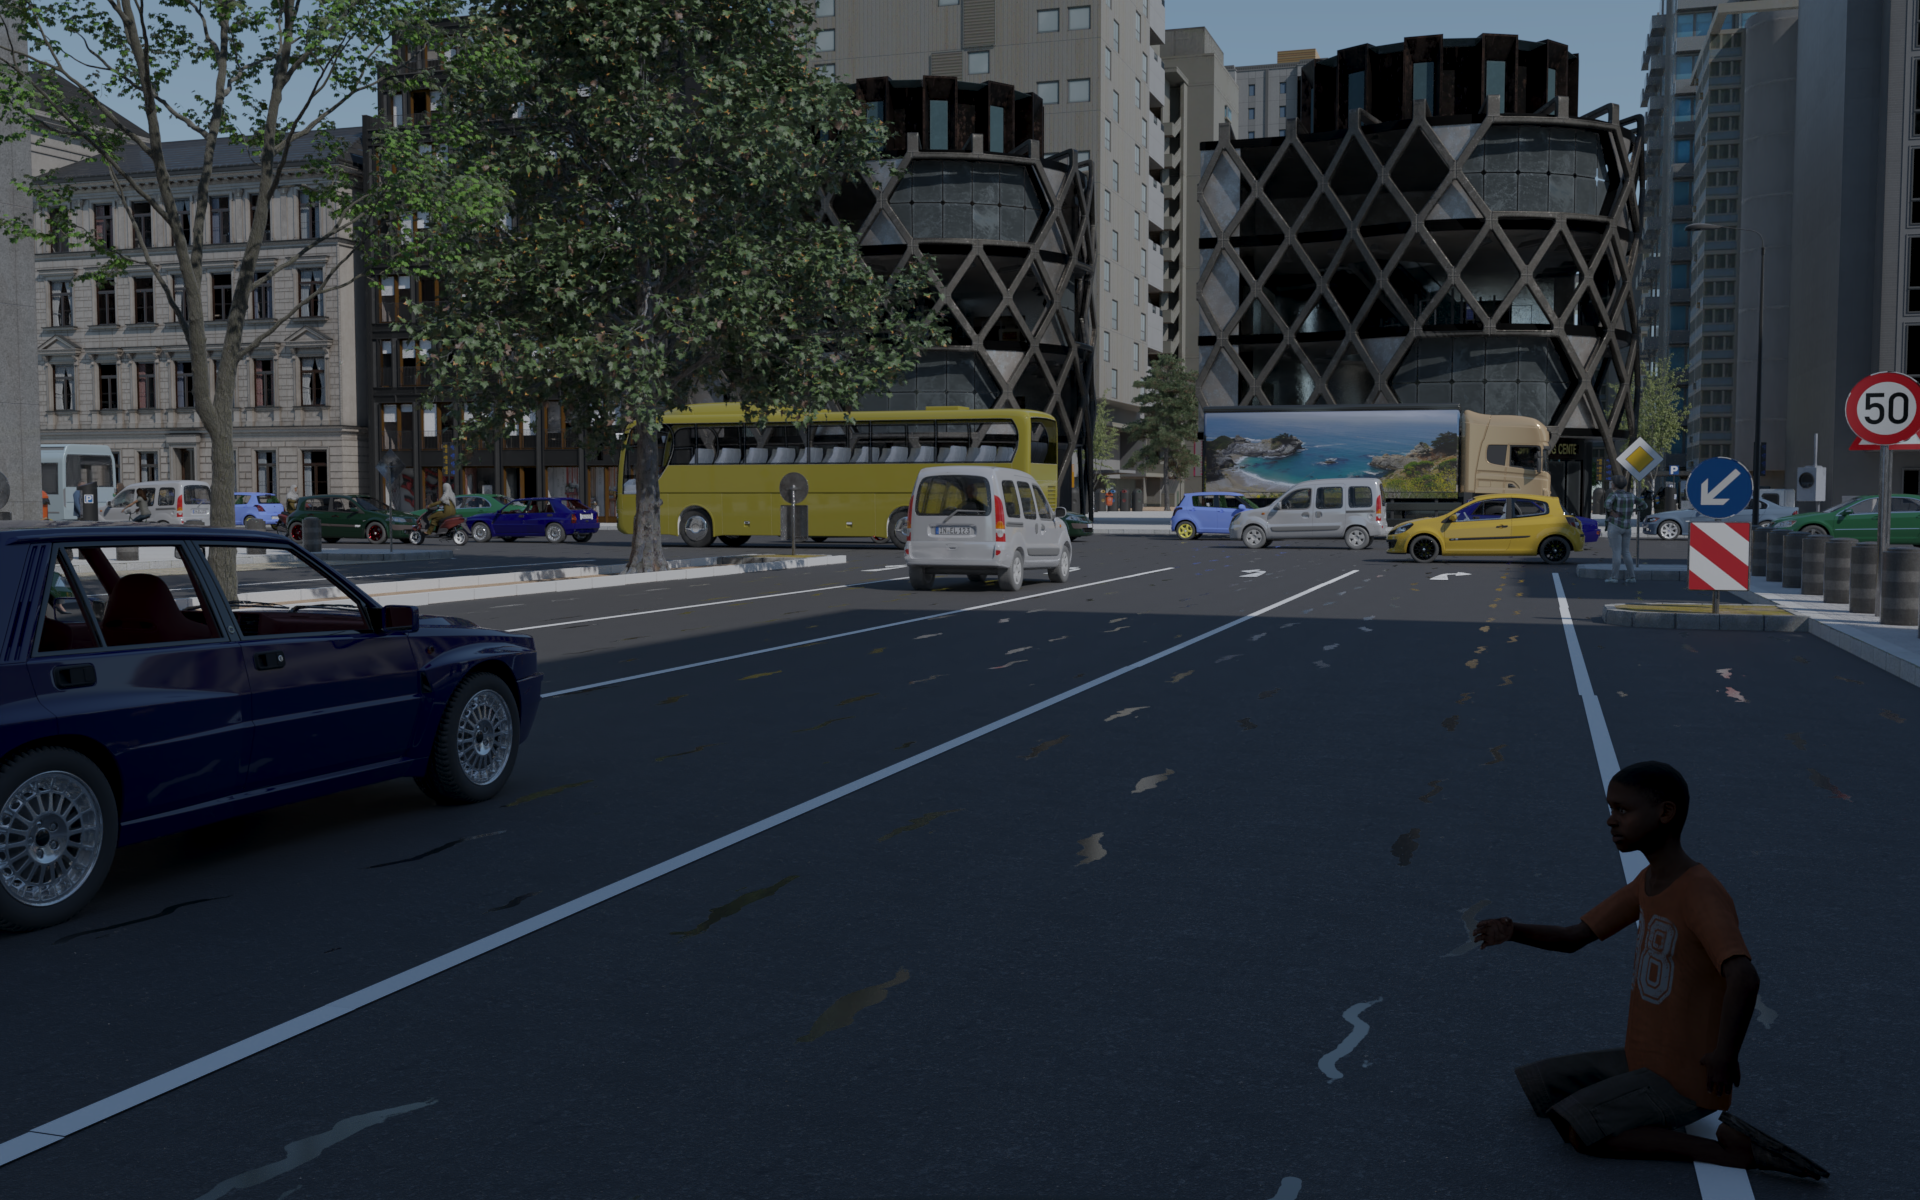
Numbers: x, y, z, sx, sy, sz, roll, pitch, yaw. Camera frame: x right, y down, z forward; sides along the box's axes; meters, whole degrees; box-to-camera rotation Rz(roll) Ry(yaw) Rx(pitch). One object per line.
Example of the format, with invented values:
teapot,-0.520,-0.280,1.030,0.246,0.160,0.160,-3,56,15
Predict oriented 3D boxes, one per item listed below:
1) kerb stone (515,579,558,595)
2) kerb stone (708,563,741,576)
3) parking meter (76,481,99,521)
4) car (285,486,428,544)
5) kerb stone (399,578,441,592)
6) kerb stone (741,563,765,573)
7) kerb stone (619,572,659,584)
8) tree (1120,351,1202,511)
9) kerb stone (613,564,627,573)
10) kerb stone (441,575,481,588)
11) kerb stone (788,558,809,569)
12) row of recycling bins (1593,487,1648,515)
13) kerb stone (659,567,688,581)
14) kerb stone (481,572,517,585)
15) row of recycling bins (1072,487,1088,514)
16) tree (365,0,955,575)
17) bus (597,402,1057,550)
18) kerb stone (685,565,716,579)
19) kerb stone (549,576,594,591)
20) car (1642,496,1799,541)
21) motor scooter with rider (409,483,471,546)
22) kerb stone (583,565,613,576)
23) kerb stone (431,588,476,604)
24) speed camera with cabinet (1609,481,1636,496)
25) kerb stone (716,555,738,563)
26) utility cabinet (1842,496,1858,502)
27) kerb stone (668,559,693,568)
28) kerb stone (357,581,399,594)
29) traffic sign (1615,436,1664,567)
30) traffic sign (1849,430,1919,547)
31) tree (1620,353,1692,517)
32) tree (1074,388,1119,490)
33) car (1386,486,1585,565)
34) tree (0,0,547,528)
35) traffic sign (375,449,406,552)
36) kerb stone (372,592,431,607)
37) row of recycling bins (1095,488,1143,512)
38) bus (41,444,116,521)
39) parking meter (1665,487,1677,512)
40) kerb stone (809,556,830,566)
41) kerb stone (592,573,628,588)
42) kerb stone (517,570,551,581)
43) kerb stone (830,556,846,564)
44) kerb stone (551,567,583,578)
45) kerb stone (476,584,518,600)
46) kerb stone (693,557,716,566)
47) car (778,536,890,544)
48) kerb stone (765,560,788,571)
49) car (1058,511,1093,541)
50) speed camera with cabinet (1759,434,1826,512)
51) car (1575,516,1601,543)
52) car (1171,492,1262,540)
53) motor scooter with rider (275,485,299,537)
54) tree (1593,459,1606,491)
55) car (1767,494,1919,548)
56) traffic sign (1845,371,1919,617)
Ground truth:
kerb stone,-6.148,-0.168,24.938,0.120,0.150,1.000,1,4,18
kerb stone,-4.205,-0.526,30.791,0.120,0.150,1.000,1,4,18
parking meter,-17.080,-1.560,33.922,0.372,1.533,0.369,0,3,0
car,-17.590,-2.487,50.449,4.222,1.686,2.009,1,4,16
kerb stone,-8.099,-0.214,25.723,0.120,0.150,1.000,1,4,18
kerb stone,-3.882,-0.585,31.766,0.120,0.150,1.000,1,4,18
kerb stone,-5.182,-0.346,27.861,0.120,0.150,1.000,1,4,18
tree,15.644,-12.793,131.220,6.751,12.117,7.091,0,3,0
kerb stone,-6.157,-0.574,31.577,0.120,0.150,1.000,1,4,18
kerb stone,-7.769,-0.274,26.694,0.120,0.150,1.000,1,4,18
kerb stone,-3.237,-0.705,33.715,0.120,0.150,1.000,1,4,18
row of recycling bins,41.304,-6.190,108.324,3.534,1.692,1.069,3,5,41
kerb stone,-4.856,-0.406,28.834,0.120,0.150,1.000,1,4,18
kerb stone,-7.449,-0.330,27.670,0.120,0.150,1.000,1,4,18
row of recycling bins,7.358,-6.256,109.394,1.069,1.692,3.534,1,4,16
tree,-5.312,-6.723,29.379,9.611,12.733,9.660,0,3,0
bus,-3.601,-3.338,46.131,12.252,3.916,2.896,1,4,20
kerb stone,-4.525,-0.466,29.810,0.120,0.150,1.000,1,4,18
kerb stone,-5.821,-0.227,25.910,0.120,0.150,1.000,1,4,18
car,23.504,-2.540,53.533,4.499,1.417,2.014,1,4,20
motor scooter with rider,-14.461,-2.401,48.215,1.986,1.779,0.876,1,4,18
kerb stone,-6.476,-0.514,30.602,0.120,0.150,1.000,1,4,18
kerb stone,-6.797,-0.049,22.990,0.120,0.150,1.000,1,4,18
speed camera with cabinet,44.603,-7.452,116.180,2.038,3.252,0.660,-1,4,-15
kerb stone,-4.866,-0.812,35.477,0.120,0.150,1.000,1,4,18
utility cabinet,29.701,-2.817,57.220,0.306,1.237,1.020,-2,4,-35
kerb stone,-5.508,-0.691,33.526,0.120,0.150,1.000,1,4,18
kerb stone,-8.417,-0.156,24.747,0.120,0.150,1.000,1,4,18
traffic sign,11.840,-1.626,30.226,0.795,2.450,0.064,1,4,18
traffic sign,11.201,-1.278,20.898,0.884,2.594,0.081,2,4,26
tree,36.453,-8.612,91.174,4.737,8.622,4.395,0,3,0
tree,8.682,-9.974,113.444,4.737,8.622,4.395,0,3,0
car,10.977,-1.593,36.269,3.980,1.641,2.015,1,4,17
tree,-8.429,-5.579,19.423,9.928,11.665,9.643,0,3,0
traffic sign,-12.596,-2.120,38.312,0.795,2.450,0.064,1,4,18
kerb stone,-7.113,0.012,22.007,0.120,0.150,1.000,1,4,18
row of recycling bins,11.666,-7.354,127.345,3.534,1.692,1.069,0,4,6
bus,-38.786,-4.386,66.569,13.247,3.499,2.948,1,4,17
parking meter,24.950,-3.206,60.831,0.372,1.533,0.369,0,3,0
kerb stone,-2.911,-0.764,34.688,0.120,0.150,1.000,1,4,18
kerb stone,-5.498,-0.287,26.885,0.120,0.150,1.000,1,4,18
kerb stone,-7.127,-0.392,28.649,0.120,0.150,1.000,1,4,18
kerb stone,-2.591,-0.824,35.668,0.120,0.150,1.000,1,4,18
kerb stone,-6.811,-0.452,29.625,0.120,0.150,1.000,1,4,18
kerb stone,-6.476,-0.105,23.965,0.120,0.150,1.000,1,4,18
kerb stone,-5.192,-0.753,34.502,0.120,0.150,1.000,1,4,18
car,-3.334,-2.524,51.060,4.222,1.686,2.009,1,4,19
kerb stone,-3.565,-0.638,32.742,0.120,0.150,1.000,1,4,18
car,1.951,-2.623,52.666,4.222,1.686,2.009,1,4,19
speed camera with cabinet,27.507,-3.850,57.291,0.660,3.252,2.038,-2,4,-32
car,14.657,-1.995,45.191,3.894,1.354,1.945,1,4,19
car,8.445,-2.715,53.983,3.694,1.707,1.945,1,4,18
motor scooter with rider,-21.443,-2.892,56.246,1.986,1.779,0.876,1,4,17
tree,58.094,-10.935,162.498,4.285,4.588,4.351,0,3,0
car,23.102,-1.962,43.884,4.920,1.459,2.131,1,4,19
traffic sign,9.623,-1.098,18.056,0.768,2.556,0.104,1,4,22
